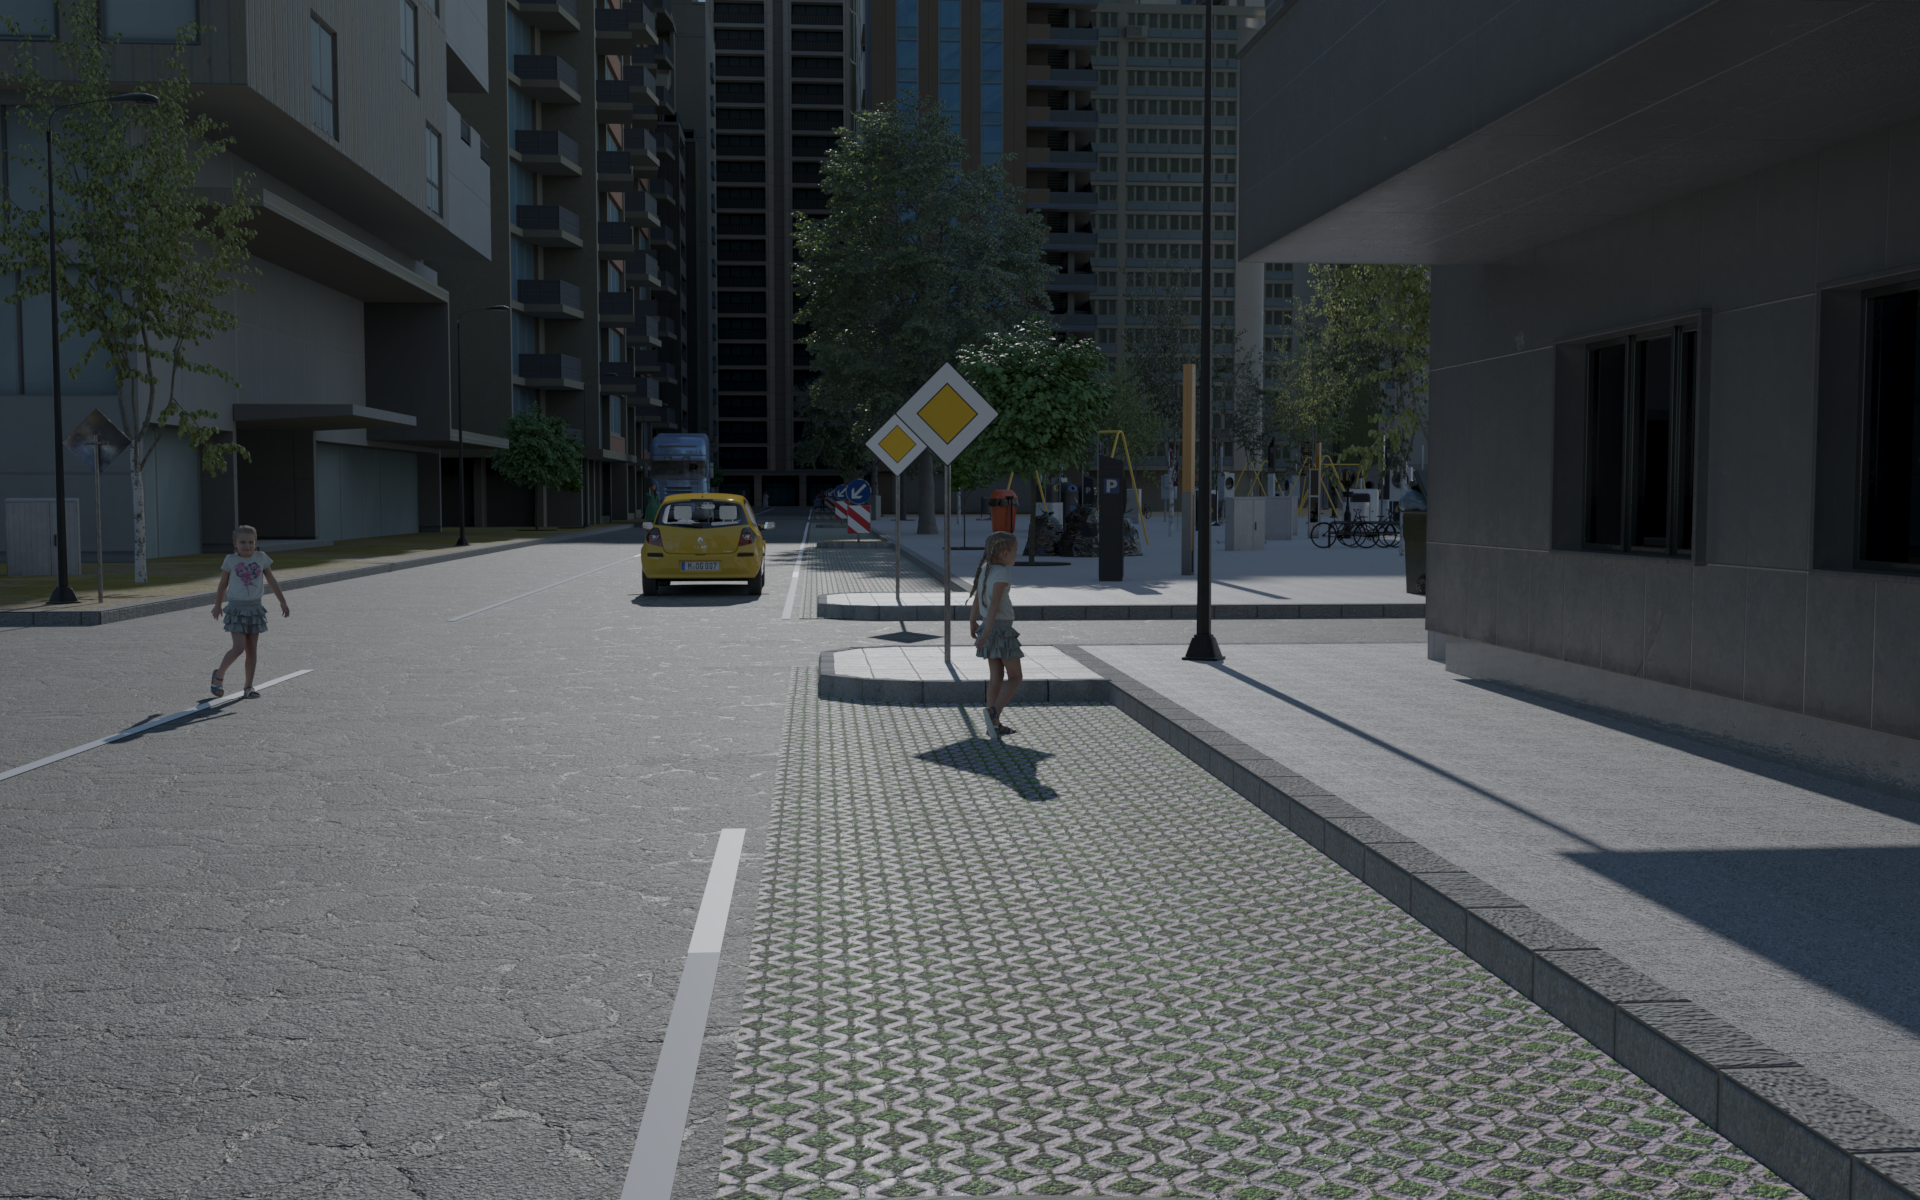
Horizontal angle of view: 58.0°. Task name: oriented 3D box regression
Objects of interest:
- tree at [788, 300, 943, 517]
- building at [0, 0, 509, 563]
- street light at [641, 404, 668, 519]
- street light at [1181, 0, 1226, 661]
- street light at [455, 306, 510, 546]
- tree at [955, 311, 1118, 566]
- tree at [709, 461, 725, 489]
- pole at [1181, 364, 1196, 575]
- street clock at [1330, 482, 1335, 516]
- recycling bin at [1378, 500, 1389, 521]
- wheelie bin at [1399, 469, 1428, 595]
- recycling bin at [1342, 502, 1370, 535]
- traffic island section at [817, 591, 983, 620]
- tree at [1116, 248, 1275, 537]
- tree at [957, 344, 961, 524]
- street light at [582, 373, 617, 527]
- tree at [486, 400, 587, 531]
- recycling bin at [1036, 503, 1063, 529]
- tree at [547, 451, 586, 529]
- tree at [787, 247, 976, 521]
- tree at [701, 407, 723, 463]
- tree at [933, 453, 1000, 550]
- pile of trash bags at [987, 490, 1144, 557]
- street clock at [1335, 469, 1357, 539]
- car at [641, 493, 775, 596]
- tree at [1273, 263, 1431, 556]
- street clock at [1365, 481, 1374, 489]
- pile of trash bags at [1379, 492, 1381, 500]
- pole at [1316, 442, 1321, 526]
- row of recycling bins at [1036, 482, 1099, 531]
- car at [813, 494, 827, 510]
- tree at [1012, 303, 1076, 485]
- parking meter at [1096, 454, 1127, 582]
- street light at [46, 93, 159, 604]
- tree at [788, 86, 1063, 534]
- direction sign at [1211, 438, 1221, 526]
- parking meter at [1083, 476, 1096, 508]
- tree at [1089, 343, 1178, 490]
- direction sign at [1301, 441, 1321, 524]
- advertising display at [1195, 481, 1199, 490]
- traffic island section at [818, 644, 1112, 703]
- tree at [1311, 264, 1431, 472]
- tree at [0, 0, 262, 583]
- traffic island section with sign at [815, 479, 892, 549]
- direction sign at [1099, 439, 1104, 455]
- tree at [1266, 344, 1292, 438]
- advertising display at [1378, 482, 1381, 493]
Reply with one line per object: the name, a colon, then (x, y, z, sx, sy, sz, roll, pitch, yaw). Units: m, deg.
tree: (-4.914, -11.026, 97.280, 9.611, 12.733, 9.660, 0, 3, 0)
building: (-27.288, -27.689, 41.949, 28.713, 52.752, 27.495, 0, 4, -5)
street light: (-15.705, -7.122, 88.981, 1.470, 5.913, 1.316, 0, 4, -5)
street light: (1.352, -2.489, 13.232, 1.470, 5.913, 1.316, 0, 4, -5)
street light: (-11.799, -4.298, 42.808, 1.470, 5.913, 1.316, 0, 4, -5)
tree: (1.256, -2.907, 31.241, 4.285, 4.588, 4.351, 0, 3, 0)
tree: (-21.757, -10.058, 148.167, 4.285, 4.588, 4.351, 0, 3, 0)
pole: (3.601, -2.045, 27.279, 0.158, 3.312, 0.155, 0, 3, 0)
street clock: (21.100, -5.695, 97.680, 0.358, 2.002, 0.471, -1, 4, -20)
recycling bin: (19.179, -4.061, 78.954, 0.722, 1.027, 0.722, 1, 4, 16)
wheelie bin: (6.073, -0.879, 22.281, 0.980, 1.594, 0.693, -1, 4, -22)
recycling bin: (12.153, -2.485, 53.176, 0.722, 1.027, 0.722, 1, 4, 22)
traffic island section: (-0.742, 0.066, 21.197, 2.009, 0.180, 2.903, 0, 4, -5)
tree: (6.457, -6.200, 51.739, 4.360, 8.622, 3.978, 0, 3, 0)
tree: (-0.286, -7.532, 73.517, 4.737, 8.622, 4.395, 0, 3, 0)
street light: (-13.848, -5.748, 66.524, 1.470, 5.913, 1.316, 0, 4, -5)
tree: (-14.794, -4.700, 60.554, 4.285, 4.588, 4.351, 0, 3, 0)
recycling bin: (2.583, -2.367, 51.251, 0.722, 1.027, 0.722, 2, 4, 28)
tree: (-14.477, -4.289, 64.733, 1.663, 3.219, 1.824, 0, 3, 0)
tree: (-2.725, -10.589, 83.503, 12.009, 13.543, 11.850, 0, 3, 0)
tree: (-21.958, -11.778, 142.933, 4.360, 8.622, 3.978, 0, 3, 0)
tree: (0.101, -2.766, 39.821, 1.663, 3.219, 1.824, 0, 3, 0)
pile of trash bags: (2.017, -1.584, 35.651, 3.447, 1.369, 1.912, -3, 4, -37)
street clock: (11.150, -2.767, 49.809, 0.471, 2.002, 0.358, 2, 4, 28)
car: (-3.780, -0.959, 25.897, 2.015, 1.641, 3.980, 0, 4, -5)
tree: (8.983, -5.226, 35.809, 4.360, 8.622, 3.978, 0, 3, 0)
street clock: (22.859, -5.634, 96.687, 0.358, 2.002, 0.471, -3, 4, -37)
pile of trash bags: (23.564, -4.949, 90.663, 3.447, 1.369, 1.912, 2, 4, 24)
pole: (14.162, -4.564, 68.472, 0.158, 3.312, 0.155, 0, 3, 0)
row of recycling bins: (4.006, -3.191, 59.291, 3.534, 1.692, 1.069, -2, 4, -32)
car: (-12.505, -8.970, 158.653, 2.014, 1.417, 4.499, 0, 4, -5)
tree: (2.966, -7.070, 65.963, 4.360, 8.622, 3.978, 0, 3, 0)
parking meter: (2.248, -1.209, 25.482, 0.399, 1.863, 0.255, 1, 4, 9)
street light: (-9.983, -2.914, 20.187, 1.470, 5.913, 1.316, 0, 4, -5)
tree: (-1.017, -9.062, 54.822, 9.857, 13.997, 8.962, 0, 3, 0)
direction sign: (10.294, -4.739, 69.483, 0.379, 3.537, 0.876, 1, 4, 15)
parking meter: (4.195, -3.062, 55.773, 0.399, 1.863, 0.255, 2, 4, 32)
tree: (7.847, -8.201, 84.450, 4.737, 8.622, 4.395, 0, 3, 0)
direction sign: (15.090, -5.047, 74.523, 0.876, 3.537, 0.379, 0, 4, -2)
advertising display: (11.473, -4.875, 84.914, 0.123, 1.923, 0.974, 3, 5, 42)
traffic island section: (-0.075, 0.553, 13.239, 2.009, 0.180, 2.903, 0, 4, -5)
tree: (7.333, -4.626, 26.002, 4.737, 8.622, 4.395, 0, 3, 0)
tree: (-11.837, -4.546, 24.683, 4.737, 8.622, 4.395, 0, 3, 0)
traffic island section with sign: (-2.817, -2.287, 46.022, 1.989, 1.847, 2.006, 0, 4, -5)
direction sign: (5.830, -4.860, 71.465, 0.379, 3.537, 0.876, 1, 4, 16)
tree: (15.766, -7.785, 77.640, 4.737, 8.622, 4.395, 0, 3, 0)
advertising display: (22.913, -5.363, 92.907, 0.974, 1.923, 0.123, 0, 4, 1)
